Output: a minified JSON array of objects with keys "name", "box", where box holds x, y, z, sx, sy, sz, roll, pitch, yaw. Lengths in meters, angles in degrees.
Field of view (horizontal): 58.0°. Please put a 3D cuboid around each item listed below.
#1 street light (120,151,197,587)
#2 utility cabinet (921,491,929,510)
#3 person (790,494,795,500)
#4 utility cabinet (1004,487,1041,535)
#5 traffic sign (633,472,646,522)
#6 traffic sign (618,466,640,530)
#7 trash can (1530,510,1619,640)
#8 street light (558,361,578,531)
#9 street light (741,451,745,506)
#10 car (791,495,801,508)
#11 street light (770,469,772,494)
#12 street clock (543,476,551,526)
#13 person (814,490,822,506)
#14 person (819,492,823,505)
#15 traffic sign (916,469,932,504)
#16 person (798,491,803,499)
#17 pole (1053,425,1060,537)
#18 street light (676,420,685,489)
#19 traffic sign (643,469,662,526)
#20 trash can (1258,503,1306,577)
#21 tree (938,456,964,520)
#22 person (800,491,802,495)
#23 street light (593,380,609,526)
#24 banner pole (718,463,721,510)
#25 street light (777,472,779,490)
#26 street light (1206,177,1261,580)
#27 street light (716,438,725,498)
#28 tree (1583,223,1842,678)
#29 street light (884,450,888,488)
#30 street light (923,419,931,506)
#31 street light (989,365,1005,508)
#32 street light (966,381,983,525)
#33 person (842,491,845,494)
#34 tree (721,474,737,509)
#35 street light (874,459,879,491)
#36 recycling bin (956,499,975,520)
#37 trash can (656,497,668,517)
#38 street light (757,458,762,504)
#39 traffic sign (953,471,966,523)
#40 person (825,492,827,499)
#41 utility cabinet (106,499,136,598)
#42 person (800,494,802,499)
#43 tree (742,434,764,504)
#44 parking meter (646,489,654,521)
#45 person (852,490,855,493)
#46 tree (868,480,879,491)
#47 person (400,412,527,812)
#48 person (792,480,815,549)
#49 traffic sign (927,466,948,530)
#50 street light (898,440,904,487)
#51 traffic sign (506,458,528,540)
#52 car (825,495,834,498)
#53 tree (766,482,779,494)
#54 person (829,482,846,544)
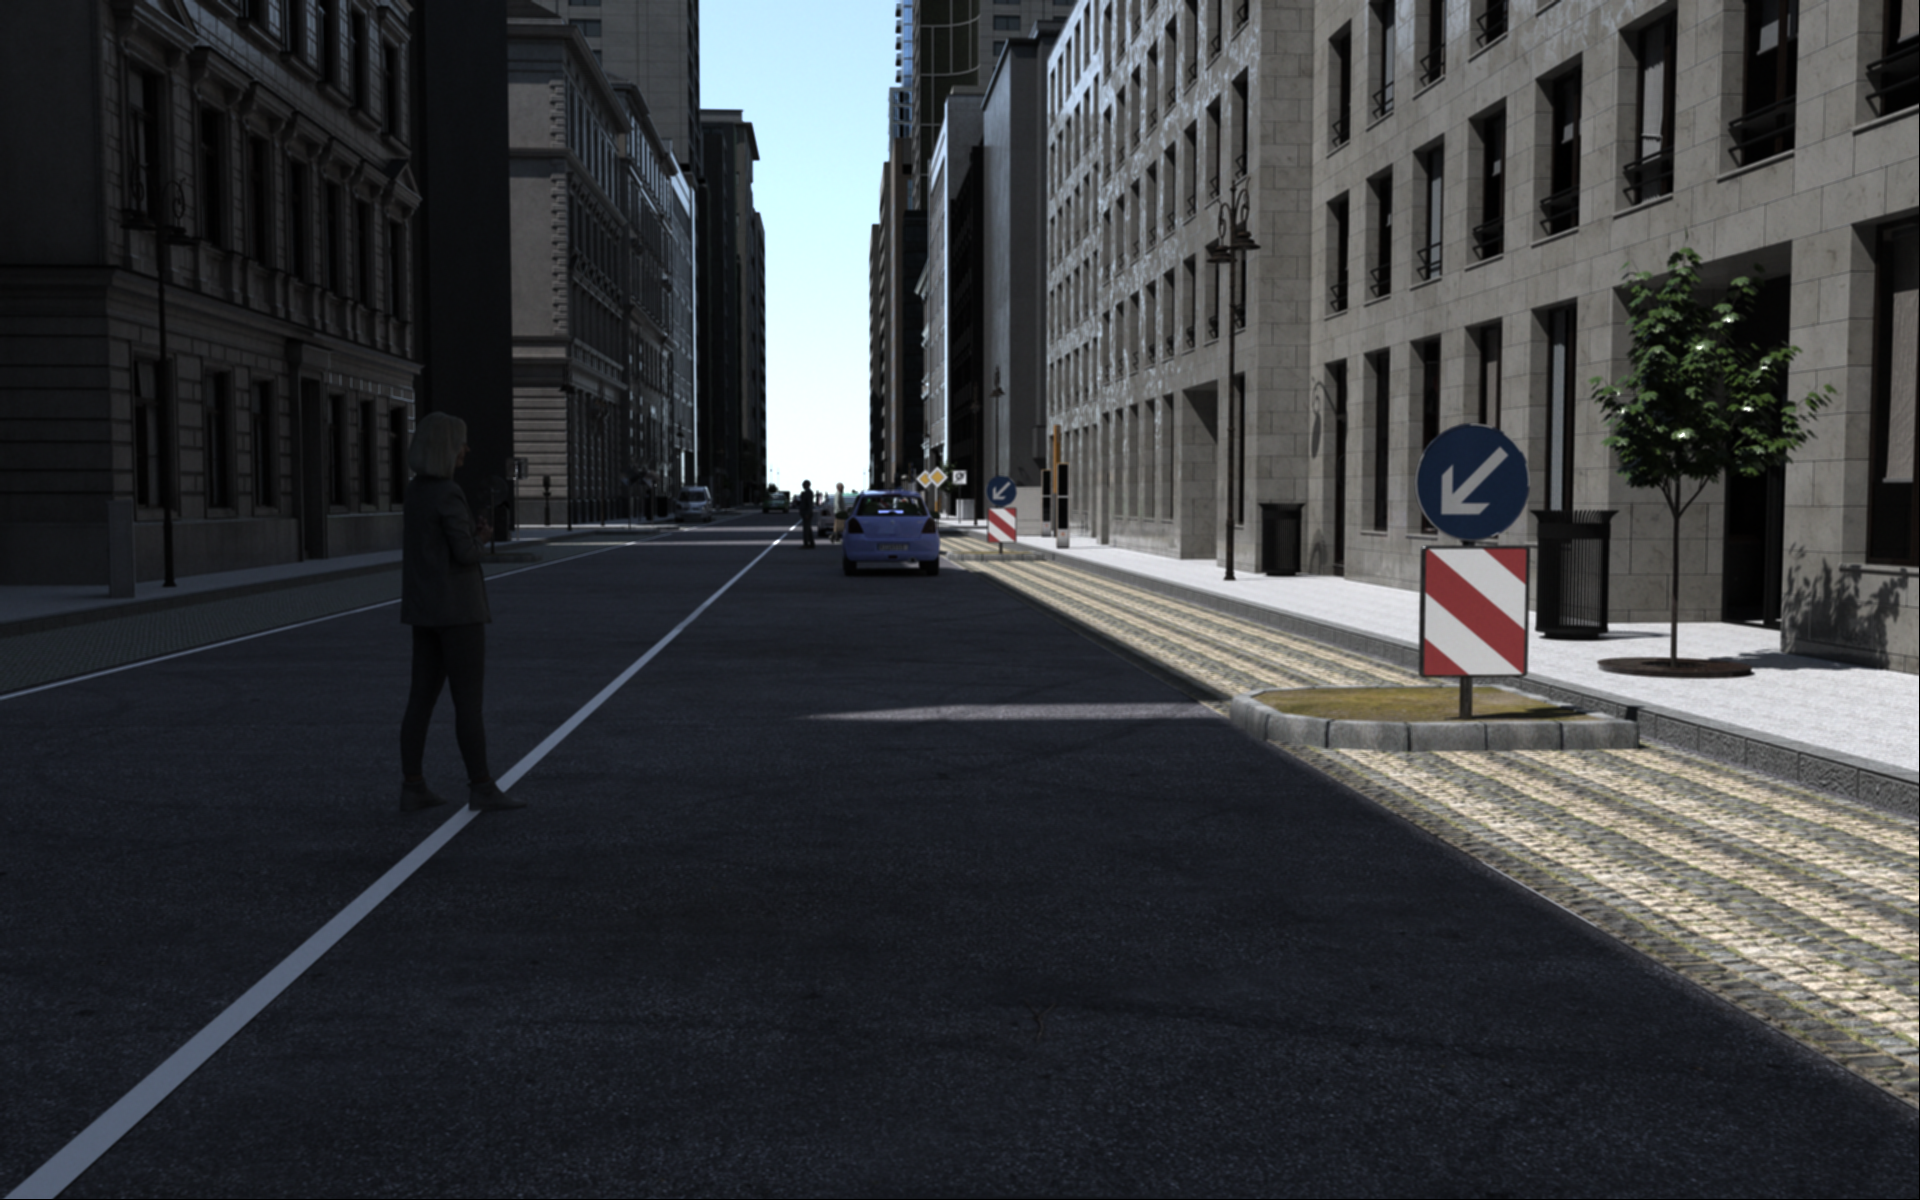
[{"name":"street light","box":[-10.943,-3.120,23.800,0.468,5.910,1.993,0,4,-4]},{"name":"utility cabinet","box":[-2.336,-6.491,114.800,0.318,1.500,1.173,1,4,13]},{"name":"person","box":[-18.219,-10.952,190.782,0.991,1.433,0.599,0,4,6]},{"name":"utility cabinet","box":[1.951,-2.717,53.105,1.173,1.500,0.318,1,4,13]},{"name":"traffic sign","box":[-14.730,-4.738,79.602,0.606,2.300,0.079,0,4,4]},{"name":"traffic sign","box":[-11.727,-3.535,61.439,0.795,2.450,0.064,0,4,-4]},{"name":"trash can","box":[5.439,-0.228,15.375,0.748,1.137,0.748,0,3,0]},{"name":"street light","box":[-13.634,-5.353,60.312,0.468,5.910,1.993,0,4,-4]},{"name":"street light","box":[-22.862,-12.829,182.549,0.468,5.910,1.993,0,4,-4]},{"name":"car","box":[-16.864,-10.497,183.981,2.083,1.381,4.827,0,4,-4]},{"name":"street light","box":[-28.880,-17.872,264.996,0.468,5.910,1.993,0,4,-4]},{"name":"street clock","box":[-16.631,-3.987,69.750,0.358,2.002,0.471,0,4,-5]},{"name":"person","box":[-14.465,-10.224,175.643,1.348,1.826,0.705,3,5,39]},{"name":"person","box":[-18.695,-13.650,232.342,0.551,1.740,0.621,-2,4,-34]},{"name":"traffic sign","box":[-1.403,-4.070,70.190,0.795,2.450,0.064,0,4,-4]},{"name":"person","box":[-15.947,-10.103,174.479,0.721,1.735,1.217,-3,4,-36]},{"name":"pole","box":[2.862,-3.505,51.157,0.158,3.312,0.155,0,3,0]},{"name":"street light","box":[-17.139,-8.161,106.217,0.468,5.910,1.993,0,4,-4]},{"name":"traffic sign","box":[-12.318,-4.022,69.402,0.795,2.450,0.064,0,4,-4]},{"name":"trash can","box":[5.035,-0.947,27.131,0.748,1.137,0.748,0,3,0]},{"name":"tree","box":[-0.489,-5.667,87.262,1.663,3.219,1.824,0,3,0]},{"name":"person","box":[-21.207,-13.666,232.070,1.348,1.807,0.705,-2,4,-32]},{"name":"street light","box":[-14.354,-5.910,69.423,0.468,5.910,1.993,0,4,-4]},{"name":"banner pole","box":[-19.373,-9.149,139.606,0.401,3.779,0.863,1,4,12]},{"name":"street light","box":[-31.642,-20.104,301.487,0.468,5.910,1.993,0,4,-4]},{"name":"street light","box":[4.023,-3.233,25.652,0.468,5.910,1.993,0,4,-4]},{"name":"street light","box":[-19.984,-10.580,145.774,0.468,5.910,1.993,0,4,-4]},{"name":"tree","box":[5.060,-1.088,12.388,1.663,3.219,1.824,0,3,0]},{"name":"street light","box":[-7.900,-12.903,183.743,0.468,5.910,1.993,0,4,-4]},{"name":"street light","box":[-2.081,-8.227,107.292,0.468,5.910,1.993,0,4,-4]},{"name":"street light","box":[1.324,-5.455,61.984,0.468,5.910,1.993,0,4,-4]},{"name":"street light","box":[0.645,-6.005,70.977,0.468,5.910,1.993,0,4,-4]},{"name":"person","box":[-12.567,-10.771,184.478,0.709,1.838,0.599,1,4,14]},{"name":"tree","box":[-20.724,-9.663,152.584,1.663,3.219,1.824,0,3,0]},{"name":"street light","box":[-11.166,-15.743,230.185,0.468,5.910,1.993,0,4,-4]},{"name":"recycling bin","box":[0.276,-4.436,85.085,0.722,1.027,0.722,-2,4,-25]},{"name":"trash can","box":[-16.527,-5.167,96.139,0.748,1.137,0.748,0,3,0]},{"name":"street light","box":[-26.206,-15.651,228.686,0.468,5.910,1.993,0,4,-4]},{"name":"traffic sign","box":[-0.013,-4.486,75.471,0.606,2.300,0.079,0,4,0]},{"name":"person","box":[-19.616,-15.000,253.834,0.705,1.814,1.350,-1,4,-20]},{"name":"utility cabinet","box":[-10.535,-0.647,21.743,0.306,1.237,1.020,-2,4,-25]},{"name":"person","box":[-15.611,-9.743,171.059,0.557,1.426,1.065,-1,4,-19]},{"name":"tree","box":[-25.908,-16.080,213.268,4.360,8.622,3.978,0,3,0]},{"name":"parking meter","box":[-14.974,-4.601,83.631,0.372,1.533,0.369,0,3,0]},{"name":"person","box":[-9.168,-8.626,149.532,0.705,1.824,1.348,-2,4,-25]},{"name":"tree","box":[-12.348,-15.382,246.099,1.663,3.219,1.824,0,3,0]},{"name":"person","box":[-2.320,0.046,7.939,0.526,1.800,0.537,-2,4,-32]},{"name":"person","box":[-4.087,-2.246,45.397,0.590,1.801,0.661,-1,4,-17]},{"name":"traffic sign","box":[-0.811,-3.583,62.227,0.795,2.450,0.064,0,4,-4]},{"name":"street light","box":[-5.004,-10.656,147.019,0.468,5.910,1.993,0,4,-4]},{"name":"traffic sign","box":[-12.450,-2.849,48.714,0.606,2.300,0.079,0,4,-2]},{"name":"car","box":[-16.004,-12.545,217.467,2.083,1.381,4.827,0,4,-6]},{"name":"tree","box":[-29.506,-17.099,274.176,1.663,3.219,1.824,0,3,0]},{"name":"person","box":[-3.506,-2.489,49.679,0.515,1.767,0.782,0,4,-4]}]
